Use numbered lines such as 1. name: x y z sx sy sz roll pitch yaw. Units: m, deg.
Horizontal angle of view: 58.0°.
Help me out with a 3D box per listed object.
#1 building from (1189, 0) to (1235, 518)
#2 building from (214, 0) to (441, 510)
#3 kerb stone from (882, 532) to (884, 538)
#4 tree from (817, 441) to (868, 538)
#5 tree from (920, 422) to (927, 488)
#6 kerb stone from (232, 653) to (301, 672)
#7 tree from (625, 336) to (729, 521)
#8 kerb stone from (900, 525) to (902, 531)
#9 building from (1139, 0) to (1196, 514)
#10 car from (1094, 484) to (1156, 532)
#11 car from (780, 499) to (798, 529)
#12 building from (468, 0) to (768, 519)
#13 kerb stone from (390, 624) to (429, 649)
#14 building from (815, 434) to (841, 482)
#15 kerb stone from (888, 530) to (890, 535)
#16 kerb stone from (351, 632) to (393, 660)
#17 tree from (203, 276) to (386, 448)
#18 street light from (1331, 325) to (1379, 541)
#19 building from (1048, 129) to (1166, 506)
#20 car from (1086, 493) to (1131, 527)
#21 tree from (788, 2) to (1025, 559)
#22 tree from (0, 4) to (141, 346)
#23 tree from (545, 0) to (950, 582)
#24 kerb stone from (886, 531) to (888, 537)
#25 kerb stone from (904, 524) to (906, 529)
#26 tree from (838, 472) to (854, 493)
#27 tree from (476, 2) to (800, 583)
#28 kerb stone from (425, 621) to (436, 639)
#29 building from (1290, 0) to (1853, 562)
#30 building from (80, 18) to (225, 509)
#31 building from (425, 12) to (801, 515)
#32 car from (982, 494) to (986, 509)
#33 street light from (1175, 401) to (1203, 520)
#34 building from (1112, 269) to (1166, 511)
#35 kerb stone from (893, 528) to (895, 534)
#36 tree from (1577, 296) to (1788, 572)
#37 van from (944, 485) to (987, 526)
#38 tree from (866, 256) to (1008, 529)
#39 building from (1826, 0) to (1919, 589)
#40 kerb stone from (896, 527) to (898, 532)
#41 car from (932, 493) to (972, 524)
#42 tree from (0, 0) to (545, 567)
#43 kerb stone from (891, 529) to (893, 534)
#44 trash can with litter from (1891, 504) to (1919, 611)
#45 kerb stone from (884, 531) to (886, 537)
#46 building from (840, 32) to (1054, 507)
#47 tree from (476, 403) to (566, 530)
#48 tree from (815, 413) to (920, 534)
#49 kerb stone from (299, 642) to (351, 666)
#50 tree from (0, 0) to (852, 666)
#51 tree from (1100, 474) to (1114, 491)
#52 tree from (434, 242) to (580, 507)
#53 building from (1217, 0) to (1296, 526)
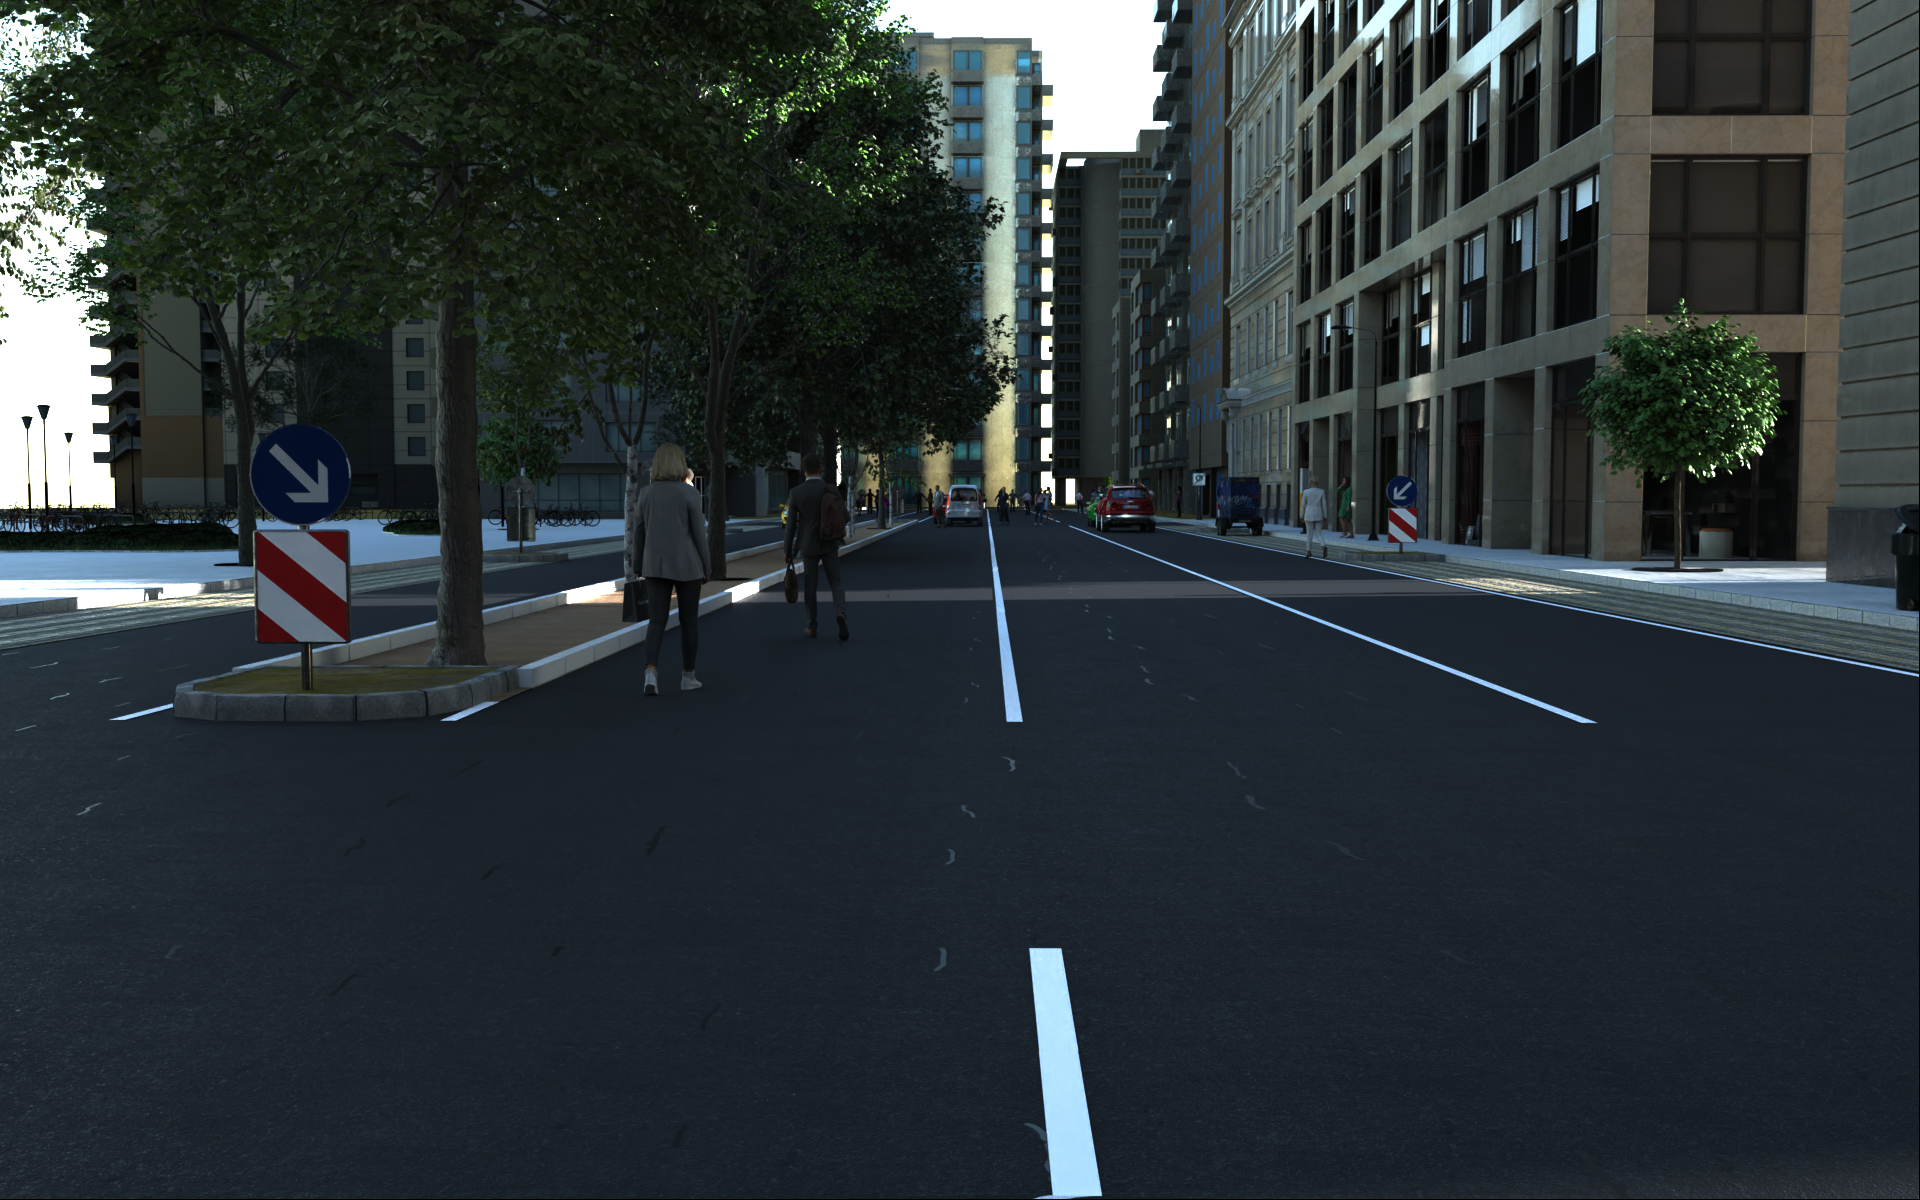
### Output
1. building: 20.334 -27.153 94.061 14.600 45.320 14.200 0 4 1
2. building: -50.584 -43.625 151.524 20.611 71.187 20.563 0 4 1
3. kerb stone: -2.588 -2.023 55.267 0.120 0.150 1.000 0 4 1
4. tree: -3.608 -6.335 56.404 4.360 8.622 3.978 0 3 0
5. tree: -3.103 -7.678 78.355 4.737 8.622 4.395 0 3 0
6. kerb stone: -5.296 0.546 13.265 0.120 0.150 1.000 0 4 1
7. tree: -11.351 -9.054 82.444 8.767 10.594 7.601 -3 5 -40
8. kerb stone: -2.425 -2.712 66.540 0.120 0.150 1.000 0 4 1
9. building: 24.759 -30.371 116.172 23.786 49.044 30.456 0 4 1
10. car: 6.339 -3.537 66.506 2.281 1.827 5.304 0 4 1
11. car: -6.551 -3.844 73.065 2.015 1.641 3.980 0 4 -1
12. building: -18.479 -25.114 94.213 14.154 41.232 14.086 0 4 1
13. kerb stone: -5.256 0.359 16.332 0.120 0.150 1.000 0 4 1
14. building: -25.852 -18.590 148.988 28.899 21.520 27.650 0 4 1
15. kerb stone: -2.540 -2.211 58.339 0.120 0.150 1.000 0 4 1
16. kerb stone: -5.268 0.421 15.310 0.120 0.150 1.000 0 4 1
17. tree: -28.812 -8.606 75.125 8.767 10.594 7.601 0 4 -2
18. street light: 10.880 -4.596 47.691 1.470 5.913 1.316 0 4 1
19. building: 21.865 -30.281 186.983 23.993 40.220 32.217 0 4 1
20. car: 6.540 -4.122 76.197 1.959 1.807 4.718 0 4 2
21. tree: -3.346 -7.248 37.965 9.611 12.733 9.660 0 3 0
22. tree: -12.552 -4.354 21.545 4.360 8.622 3.978 0 3 0
23. tree: -3.935 -6.113 28.154 9.928 11.665 9.643 0 3 0
24. kerb stone: -2.555 -2.144 57.317 0.120 0.150 1.000 0 4 1
25. kerb stone: -2.372 -2.901 69.621 0.120 0.150 1.000 0 4 1
26. tree: -10.130 -9.742 153.876 1.663 3.219 1.824 0 3 0
27. tree: -4.008 -4.171 21.015 4.360 8.622 3.978 0 3 0
28. kerb stone: -5.246 0.297 17.359 0.120 0.150 1.000 0 4 1
29. building: 22.109 -14.953 49.001 19.350 26.468 34.151 0 4 1
30. building: -67.940 -30.930 155.822 14.200 45.320 14.600 0 4 1
31. building: -22.039 -29.907 112.679 21.300 48.544 21.600 0 4 1
32. car: 1.188 -9.217 159.367 2.281 1.827 5.304 0 4 3
33. street light: 11.391 -6.947 86.120 1.470 5.913 1.316 0 4 1
34. building: 27.847 -18.503 147.562 27.650 21.520 28.899 0 4 1
35. kerb stone: -2.488 -2.393 61.417 0.120 0.150 1.000 0 4 1
36. tree: 12.067 -2.772 29.031 4.285 4.588 4.351 0 3 0
37. van: 0.213 -4.359 78.273 2.013 2.044 4.112 0 4 1
38. tree: -3.151 -9.598 69.749 12.009 13.543 11.850 0 3 0
39. building: 24.728 -13.537 18.600 25.104 27.353 12.463 0 4 1
40. kerb stone: -2.458 -2.524 63.469 0.120 0.150 1.000 0 4 1
41. car: -0.327 -4.641 84.920 2.155 1.783 4.494 0 4 3
42. tree: -12.844 -6.418 30.688 9.928 11.665 9.643 0 3 0
43. kerb stone: -2.515 -2.336 60.384 0.120 0.150 1.000 0 4 1
44. trash can with litter: 10.655 -0.457 18.857 0.624 1.170 1.055 0 4 -6
45. kerb stone: -2.573 -2.086 56.294 0.120 0.150 1.000 0 4 1
46. building: -5.624 -34.436 182.630 30.456 49.044 23.786 0 4 1
47. tree: -15.933 -4.800 62.199 4.285 4.588 4.351 0 3 0
48. tree: -3.797 -6.644 61.449 4.737 8.622 4.395 0 3 0
49. kerb stone: -5.287 0.484 14.288 0.120 0.150 1.000 0 4 1
50. tree: -4.207 -5.730 14.268 7.486 12.596 7.792 0 3 0
51. tree: 13.994 -10.399 164.622 1.663 3.219 1.824 0 3 0
52. tree: -12.271 -5.975 48.047 4.737 8.622 4.395 0 3 0
53. building: 19.493 -17.765 76.369 13.634 28.700 20.117 0 4 1
